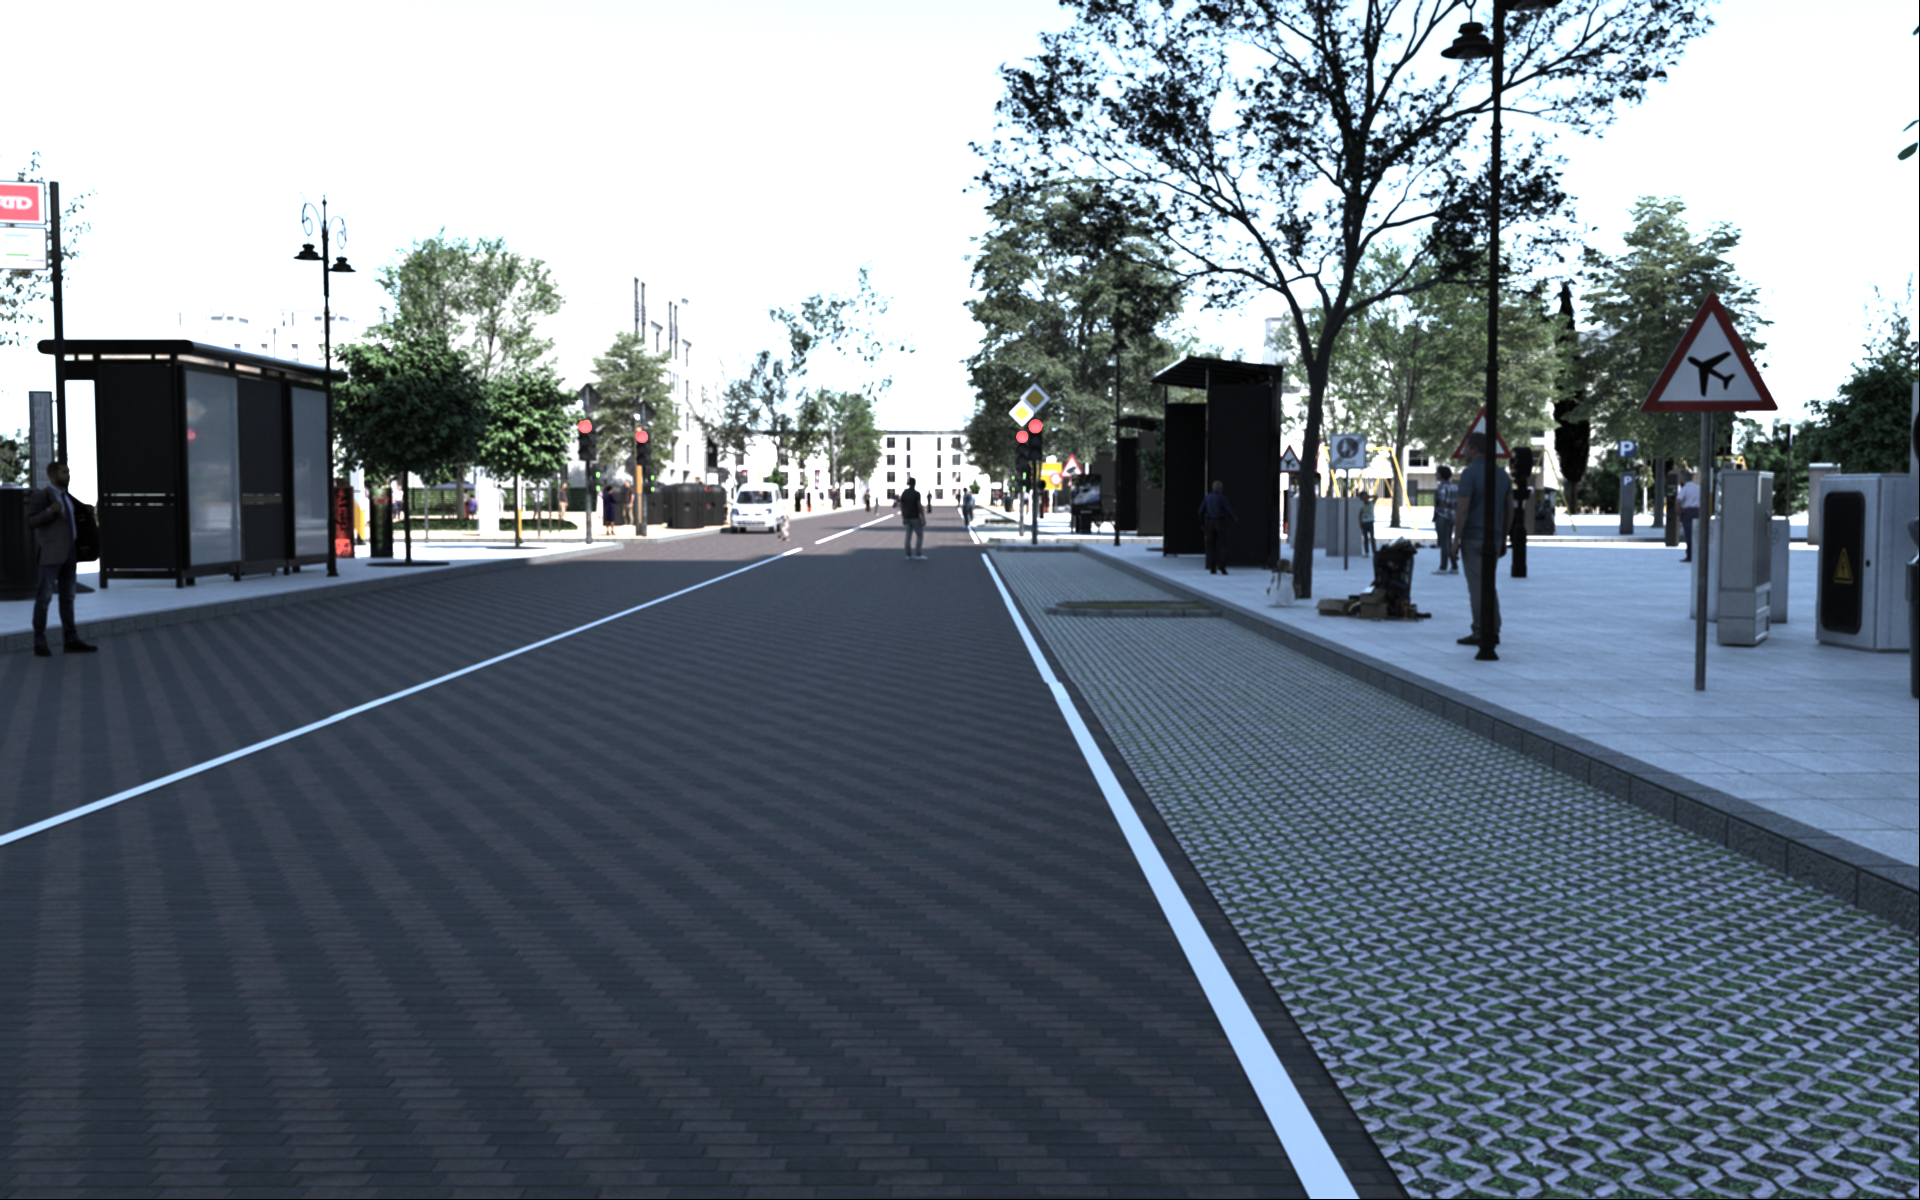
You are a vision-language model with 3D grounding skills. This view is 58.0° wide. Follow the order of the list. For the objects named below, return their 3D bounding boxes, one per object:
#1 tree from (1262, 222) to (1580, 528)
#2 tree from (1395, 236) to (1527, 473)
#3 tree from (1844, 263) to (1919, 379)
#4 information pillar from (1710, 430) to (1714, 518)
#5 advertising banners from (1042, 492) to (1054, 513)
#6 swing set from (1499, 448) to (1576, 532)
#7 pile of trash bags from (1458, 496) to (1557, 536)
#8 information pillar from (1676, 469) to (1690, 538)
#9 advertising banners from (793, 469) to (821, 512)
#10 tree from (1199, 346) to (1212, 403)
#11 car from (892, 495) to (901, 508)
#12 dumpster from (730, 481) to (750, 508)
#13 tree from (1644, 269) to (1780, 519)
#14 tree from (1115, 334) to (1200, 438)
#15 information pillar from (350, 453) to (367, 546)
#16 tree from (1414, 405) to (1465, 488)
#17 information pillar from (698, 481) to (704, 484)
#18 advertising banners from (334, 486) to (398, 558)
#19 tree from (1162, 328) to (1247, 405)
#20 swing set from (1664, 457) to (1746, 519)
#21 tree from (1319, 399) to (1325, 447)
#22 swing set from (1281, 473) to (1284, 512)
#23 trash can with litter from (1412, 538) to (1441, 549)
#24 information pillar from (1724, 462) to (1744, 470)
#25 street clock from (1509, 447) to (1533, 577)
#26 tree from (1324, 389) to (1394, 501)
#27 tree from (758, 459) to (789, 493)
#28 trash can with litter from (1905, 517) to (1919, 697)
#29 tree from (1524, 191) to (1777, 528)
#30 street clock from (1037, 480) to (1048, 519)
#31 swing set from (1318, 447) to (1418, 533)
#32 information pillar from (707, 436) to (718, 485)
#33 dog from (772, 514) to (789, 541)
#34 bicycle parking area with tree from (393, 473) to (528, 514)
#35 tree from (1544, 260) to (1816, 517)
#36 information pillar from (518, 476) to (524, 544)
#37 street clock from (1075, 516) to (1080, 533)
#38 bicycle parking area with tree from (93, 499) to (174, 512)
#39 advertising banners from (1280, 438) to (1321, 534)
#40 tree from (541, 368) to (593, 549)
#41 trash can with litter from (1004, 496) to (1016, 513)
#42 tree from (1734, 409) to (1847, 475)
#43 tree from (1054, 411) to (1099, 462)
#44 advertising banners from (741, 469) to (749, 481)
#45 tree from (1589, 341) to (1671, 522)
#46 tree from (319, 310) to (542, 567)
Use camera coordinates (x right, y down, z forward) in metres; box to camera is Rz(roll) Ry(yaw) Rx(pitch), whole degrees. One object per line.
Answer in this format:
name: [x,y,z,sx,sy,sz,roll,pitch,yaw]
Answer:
tree: [16.826,-8.574,65.933,9.928,11.665,9.643,0,3,0]
tree: [22.918,-9.695,76.637,7.486,12.596,7.792,0,3,0]
tree: [30.760,-6.481,56.334,4.737,8.622,4.395,0,3,0]
information pillar: [23.400,-3.849,54.292,0.183,3.616,0.504,-1,4,-14]
advertising banners: [5.749,-7.384,116.922,2.074,3.025,0.090,1,4,23]
swing set: [19.231,-3.797,59.707,3.119,2.851,2.862,-2,4,-29]
pile of trash bags: [16.923,-2.729,54.369,3.447,1.369,1.912,1,4,19]
information pillar: [21.236,-2.840,50.928,0.304,2.012,0.304,2,4,35]
advertising banners: [-10.696,-7.654,121.332,2.074,3.025,0.090,1,4,18]
tree: [19.408,-10.042,89.936,9.928,11.665,9.643,0,3,0]
car: [-6.233,-10.452,183.473,1.945,1.354,3.894,0,4,0]
dumpster: [-14.695,-6.975,116.541,1.502,2.255,1.985,0,4,0]
tree: [25.151,-6.557,57.567,4.360,8.622,3.978,0,3,0]
tree: [13.206,-11.318,110.804,9.928,11.665,9.643,0,3,0]
information pillar: [-14.932,-3.152,42.883,0.504,3.616,0.183,3,5,40]
tree: [31.389,-9.947,112.993,4.360,8.622,3.978,0,3,0]
information pillar: [-14.710,-5.743,98.390,0.304,2.012,0.304,0,4,4]
advertising banners: [-12.350,-2.351,34.625,2.074,3.025,0.090,-1,4,-15]
tree: [10.356,-7.695,76.169,4.737,8.622,4.395,0,3,0]
swing set: [31.853,-4.626,73.259,2.862,2.851,3.119,-2,4,-30]
tree: [25.614,-10.217,117.404,4.737,8.622,4.395,0,3,0]
swing set: [24.633,-7.801,125.165,3.119,2.851,2.862,1,4,14]
trash can with litter: [11.274,-1.856,41.398,2.233,1.210,1.678,-3,5,-40]
information pillar: [17.813,-2.168,39.931,0.304,2.012,0.304,-2,4,-26]
street clock: [8.624,-1.352,26.669,0.358,2.002,0.471,0,4,2]
tree: [26.010,-9.764,109.998,4.737,8.622,4.395,0,3,0]
tree: [-10.377,-6.253,96.831,1.663,3.219,1.824,0,3,0]
trash can with litter: [6.226,0.049,10.579,0.624,1.170,1.055,0,4,7]
tree: [26.647,-9.027,65.724,7.486,12.596,7.792,0,3,0]
street clock: [4.211,-5.181,89.281,0.358,2.002,0.471,3,4,37]
swing set: [13.254,-3.712,58.305,3.119,2.851,2.862,-2,4,-26]
information pillar: [-10.043,-4.819,70.145,0.504,3.616,0.183,-3,5,-45]
dog: [-5.549,-2.245,53.543,0.800,0.831,0.513,-3,5,-42]
bicycle parking area with tree: [-33.424,-7.712,113.088,8.231,4.147,9.016,2,4,33]
tree: [41.534,-12.370,104.062,13.155,14.587,18.604,-2,4,-32]
information pillar: [-11.329,-3.249,44.468,0.183,3.616,0.504,-1,4,-13]
street clock: [3.899,-3.203,56.936,0.471,2.002,0.358,-1,4,-13]
bicycle parking area with tree: [-55.244,-8.071,118.968,8.231,4.147,9.016,-1,4,-8]
advertising banners: [10.441,-3.588,54.853,2.074,3.025,0.090,2,4,34]
tree: [-10.271,-3.466,40.391,4.285,4.588,4.351,0,3,0]
trash can with litter: [3.469,-6.561,118.662,0.624,1.170,1.055,-2,4,-31]
tree: [57.225,-9.317,115.234,11.467,7.101,20.602,0,4,-2]
tree: [8.390,-10.512,122.237,4.737,8.622,4.395,0,3,0]
advertising banners: [-14.198,-7.606,120.550,2.074,3.025,0.090,-1,4,-13]
tree: [30.768,-7.817,78.170,4.737,8.622,4.395,0,3,0]
tree: [-10.012,-2.908,31.263,4.285,4.588,4.351,0,3,0]
